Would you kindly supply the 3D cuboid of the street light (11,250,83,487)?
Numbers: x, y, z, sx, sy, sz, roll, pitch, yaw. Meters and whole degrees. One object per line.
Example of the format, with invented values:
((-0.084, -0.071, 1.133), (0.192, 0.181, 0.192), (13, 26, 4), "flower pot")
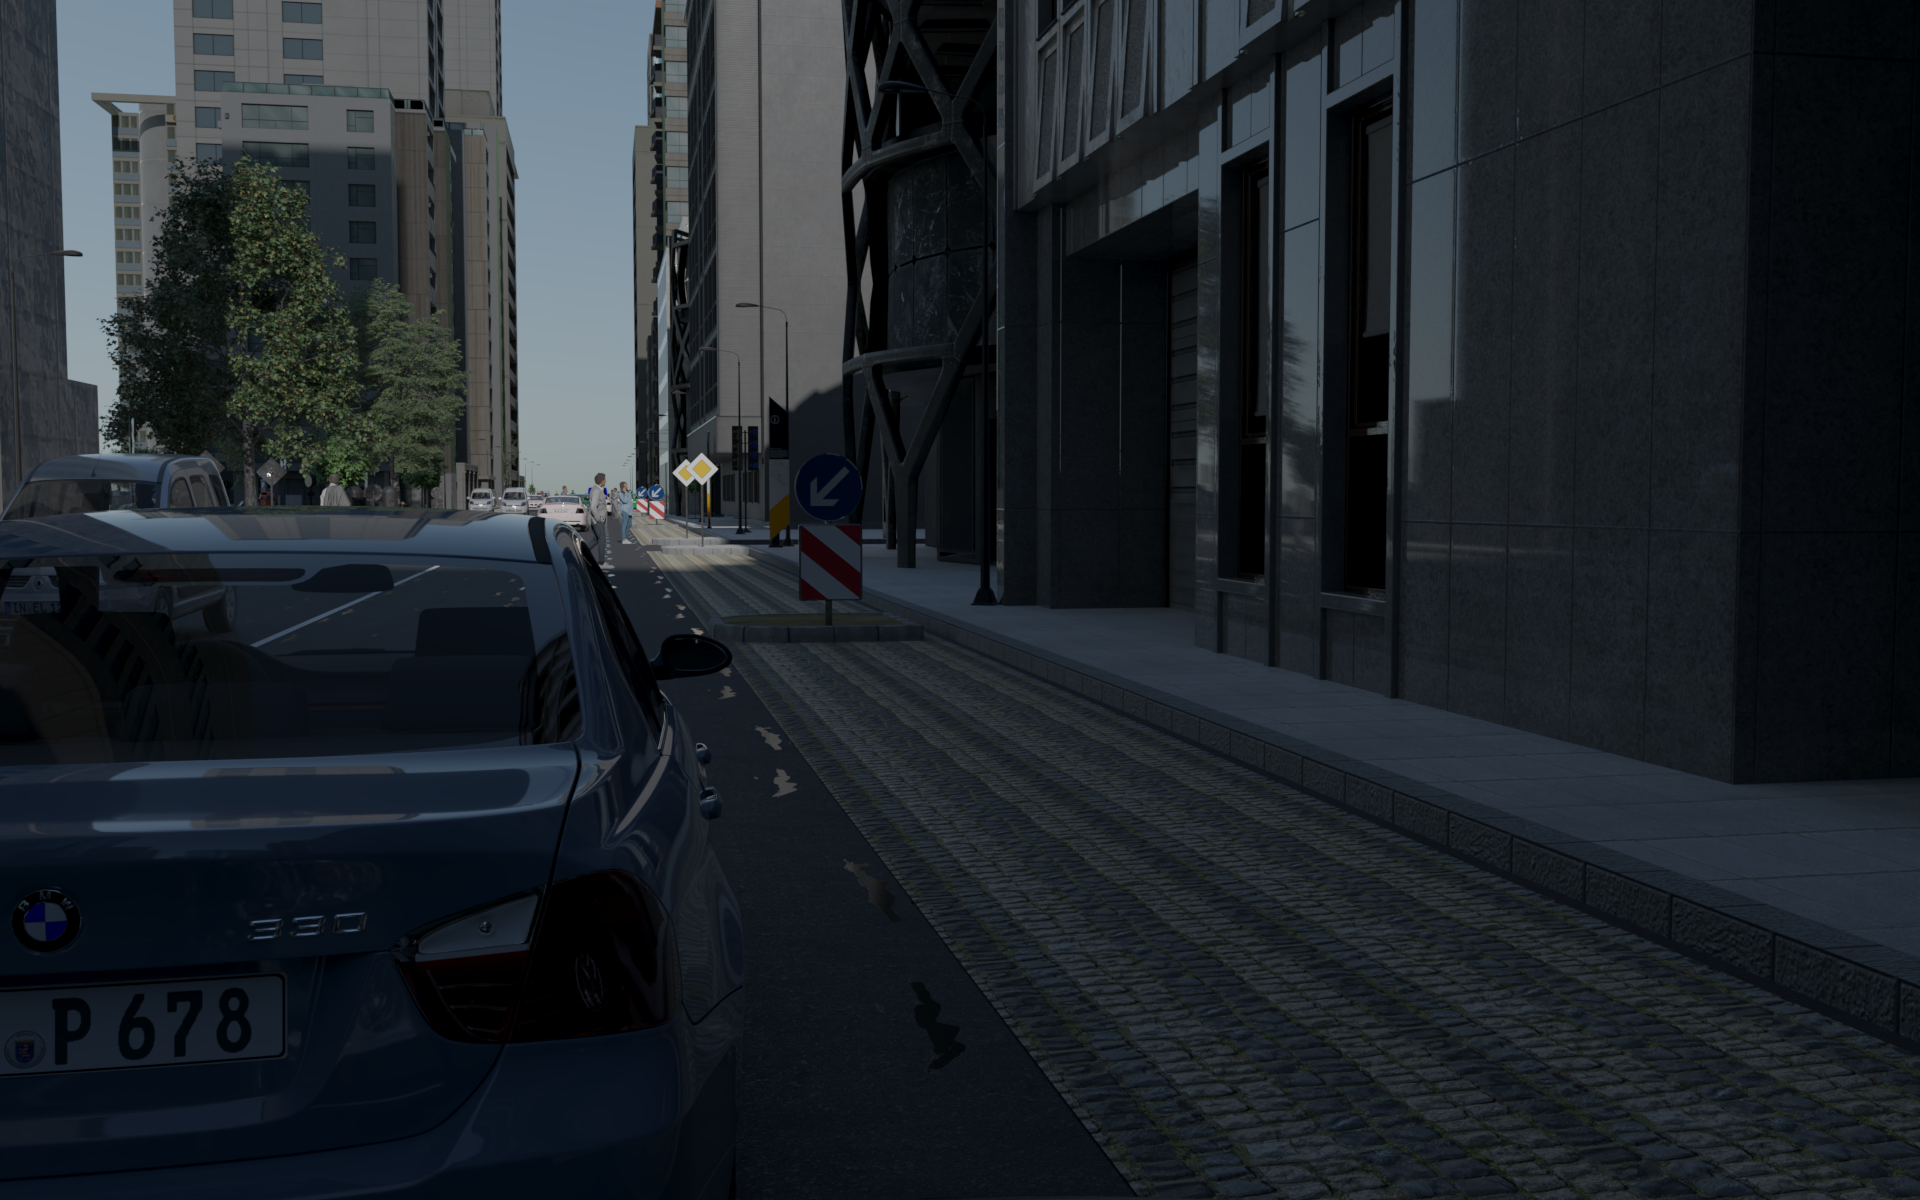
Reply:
((-17.386, -3.698, 33.006), (1.470, 5.913, 1.316), (-1, 4, -12), "street light")

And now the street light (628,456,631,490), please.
((-36.986, -13.828, 198.631), (1.470, 5.913, 1.316), (-1, 4, -12), "street light")

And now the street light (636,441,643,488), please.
((-27.534, -11.026, 152.810), (1.470, 5.913, 1.316), (-1, 4, -12), "street light")

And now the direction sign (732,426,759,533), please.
((-7.132, -4.011, 57.572), (0.876, 3.537, 0.379), (-1, 4, -15), "direction sign")

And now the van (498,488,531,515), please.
((-28.578, -6.374, 111.222), (2.013, 2.044, 4.112), (-1, 4, -12), "van")

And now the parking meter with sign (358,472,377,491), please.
((-40.018, -7.330, 116.099), (1.738, 3.016, 0.543), (-2, 4, -28), "parking meter with sign")

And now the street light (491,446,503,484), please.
((-45.192, -11.947, 167.881), (1.470, 5.913, 1.316), (-1, 4, -12), "street light")

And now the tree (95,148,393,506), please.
((-23.931, -8.611, 57.802), (9.611, 12.733, 9.660), (0, 3, 0), "tree")

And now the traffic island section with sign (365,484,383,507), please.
((-23.339, -3.695, 69.046), (1.989, 1.847, 2.006), (-1, 4, -12), "traffic island section with sign")

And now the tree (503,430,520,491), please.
((-51.913, -15.040, 196.258), (4.360, 8.622, 3.978), (0, 3, 0), "tree")

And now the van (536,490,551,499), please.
((-45.210, -11.055, 187.765), (2.013, 2.044, 4.112), (-1, 4, -11), "van")

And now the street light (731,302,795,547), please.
((-4.751, -4.261, 42.205), (1.470, 5.913, 1.316), (-1, 4, -12), "street light")

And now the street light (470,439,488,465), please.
((-40.563, -10.577, 145.468), (1.470, 5.913, 1.316), (-1, 4, -12), "street light")

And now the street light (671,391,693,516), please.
((-12.299, -6.487, 78.608), (1.470, 5.913, 1.316), (-1, 4, -12), "street light")

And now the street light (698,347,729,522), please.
((-7.537, -5.040, 54.945), (1.470, 5.913, 1.316), (-1, 4, -12), "street light")

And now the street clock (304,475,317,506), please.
((-24.437, -3.708, 65.203), (0.471, 2.002, 0.358), (2, 4, 32), "street clock")

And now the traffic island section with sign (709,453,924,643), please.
((-1.524, -0.545, 17.531), (1.989, 1.847, 2.006), (-1, 4, -12), "traffic island section with sign")

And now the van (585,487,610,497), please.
((-33.086, -9.401, 158.083), (2.240, 2.365, 5.245), (-1, 4, -12), "van")

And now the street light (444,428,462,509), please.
((-35.860, -9.165, 122.391), (1.470, 5.913, 1.316), (-1, 4, -12), "street light")

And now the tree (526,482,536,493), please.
((-68.628, -17.279, 277.109), (1.663, 3.219, 1.824), (0, 3, 0), "tree")

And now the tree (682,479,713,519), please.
((-13.590, -5.767, 88.889), (1.663, 3.219, 1.824), (0, 3, 0), "tree")

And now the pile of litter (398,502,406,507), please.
((-31.559, -5.101, 97.364), (1.719, 0.858, 1.176), (2, 4, 30), "pile of litter")

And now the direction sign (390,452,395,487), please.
((-30.463, -6.180, 93.041), (0.379, 3.537, 0.876), (0, 4, -7), "direction sign")

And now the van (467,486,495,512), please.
((-34.997, -7.321, 126.712), (2.013, 2.044, 4.112), (-1, 4, -12), "van")

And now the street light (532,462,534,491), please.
((-61.774, -16.883, 248.579), (1.470, 5.913, 1.316), (-1, 4, -12), "street light")

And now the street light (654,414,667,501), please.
((-16.929, -7.859, 101.041), (1.470, 5.913, 1.316), (-1, 4, -12), "street light")

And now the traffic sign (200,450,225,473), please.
((-17.263, -2.206, 39.705), (0.795, 2.450, 0.064), (-1, 4, -12), "traffic sign")

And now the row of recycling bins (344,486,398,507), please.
((-30.616, -5.007, 88.977), (3.534, 1.692, 1.069), (0, 4, 3), "row of recycling bins")

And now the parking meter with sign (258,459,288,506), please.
((-33.512, -5.366, 83.997), (0.543, 3.016, 1.738), (3, 4, 38), "parking meter with sign")

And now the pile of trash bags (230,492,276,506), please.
((-28.934, -3.667, 69.710), (3.447, 1.369, 1.912), (1, 4, 23), "pile of trash bags")

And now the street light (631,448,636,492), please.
((-32.251, -12.395, 175.205), (1.470, 5.913, 1.316), (-1, 4, -12), "street light")

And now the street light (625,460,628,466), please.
((-39.892, -14.627, 211.689), (1.470, 5.913, 1.316), (-1, 4, -12), "street light")

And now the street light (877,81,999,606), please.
((-0.240, -2.888, 19.768), (1.470, 5.913, 1.316), (-1, 4, -12), "street light")

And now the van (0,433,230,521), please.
((-8.190, -0.590, 16.654), (2.013, 2.044, 4.112), (-1, 4, -10), "van")

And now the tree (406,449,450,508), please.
((-35.548, -8.012, 114.709), (4.285, 4.588, 4.351), (0, 3, 0), "tree")

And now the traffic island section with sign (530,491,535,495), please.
((-55.606, -13.273, 225.640), (1.989, 1.847, 2.006), (-1, 4, -12), "traffic island section with sign")

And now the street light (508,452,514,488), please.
((-49.770, -13.330, 190.487), (1.470, 5.913, 1.316), (-1, 4, -12), "street light")

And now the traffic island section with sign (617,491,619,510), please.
((-28.344, -8.504, 147.666), (1.989, 1.847, 2.006), (-1, 4, -12), "traffic island section with sign")

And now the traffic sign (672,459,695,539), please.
((-7.857, -2.821, 49.767), (0.795, 2.450, 0.064), (-1, 4, -12), "traffic sign")

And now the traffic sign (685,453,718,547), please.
((-6.245, -2.343, 41.946), (0.795, 2.450, 0.064), (-1, 4, -12), "traffic sign")

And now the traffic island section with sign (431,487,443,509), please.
((-28.792, -5.315, 95.534), (1.989, 1.847, 2.006), (-1, 4, -12), "traffic island section with sign")

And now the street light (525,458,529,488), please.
((-57.128, -15.496, 225.897), (1.470, 5.913, 1.316), (-1, 4, -12), "street light")

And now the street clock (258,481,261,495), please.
((-37.901, -5.473, 94.058), (0.358, 2.002, 0.471), (-3, 4, -38), "street clock")

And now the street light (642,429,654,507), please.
((-22.934, -9.654, 130.391), (1.470, 5.913, 1.316), (-1, 4, -12), "street light")

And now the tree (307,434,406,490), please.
((-28.923, -5.924, 80.569), (4.285, 4.588, 4.351), (0, 3, 0), "tree")

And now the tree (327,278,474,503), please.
((-33.229, -11.931, 101.724), (9.857, 13.997, 8.962), (0, 3, 0), "tree")

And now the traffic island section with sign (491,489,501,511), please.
((-38.784, -8.278, 143.981), (1.989, 1.847, 2.006), (-1, 4, -12), "traffic island section with sign")

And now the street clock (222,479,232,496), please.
((-35.066, -4.786, 82.821), (0.471, 2.002, 0.358), (1, 4, 16), "street clock")

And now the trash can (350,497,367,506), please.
((-26.944, -4.039, 77.690), (0.748, 1.137, 0.748), (0, 3, 0), "trash can")

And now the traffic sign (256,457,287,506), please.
((-18.875, -2.684, 47.526), (0.795, 2.450, 0.064), (-1, 4, -12), "traffic sign")

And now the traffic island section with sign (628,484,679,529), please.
((-12.779, -3.889, 72.215), (1.989, 1.847, 2.006), (-1, 4, -12), "traffic island section with sign")
